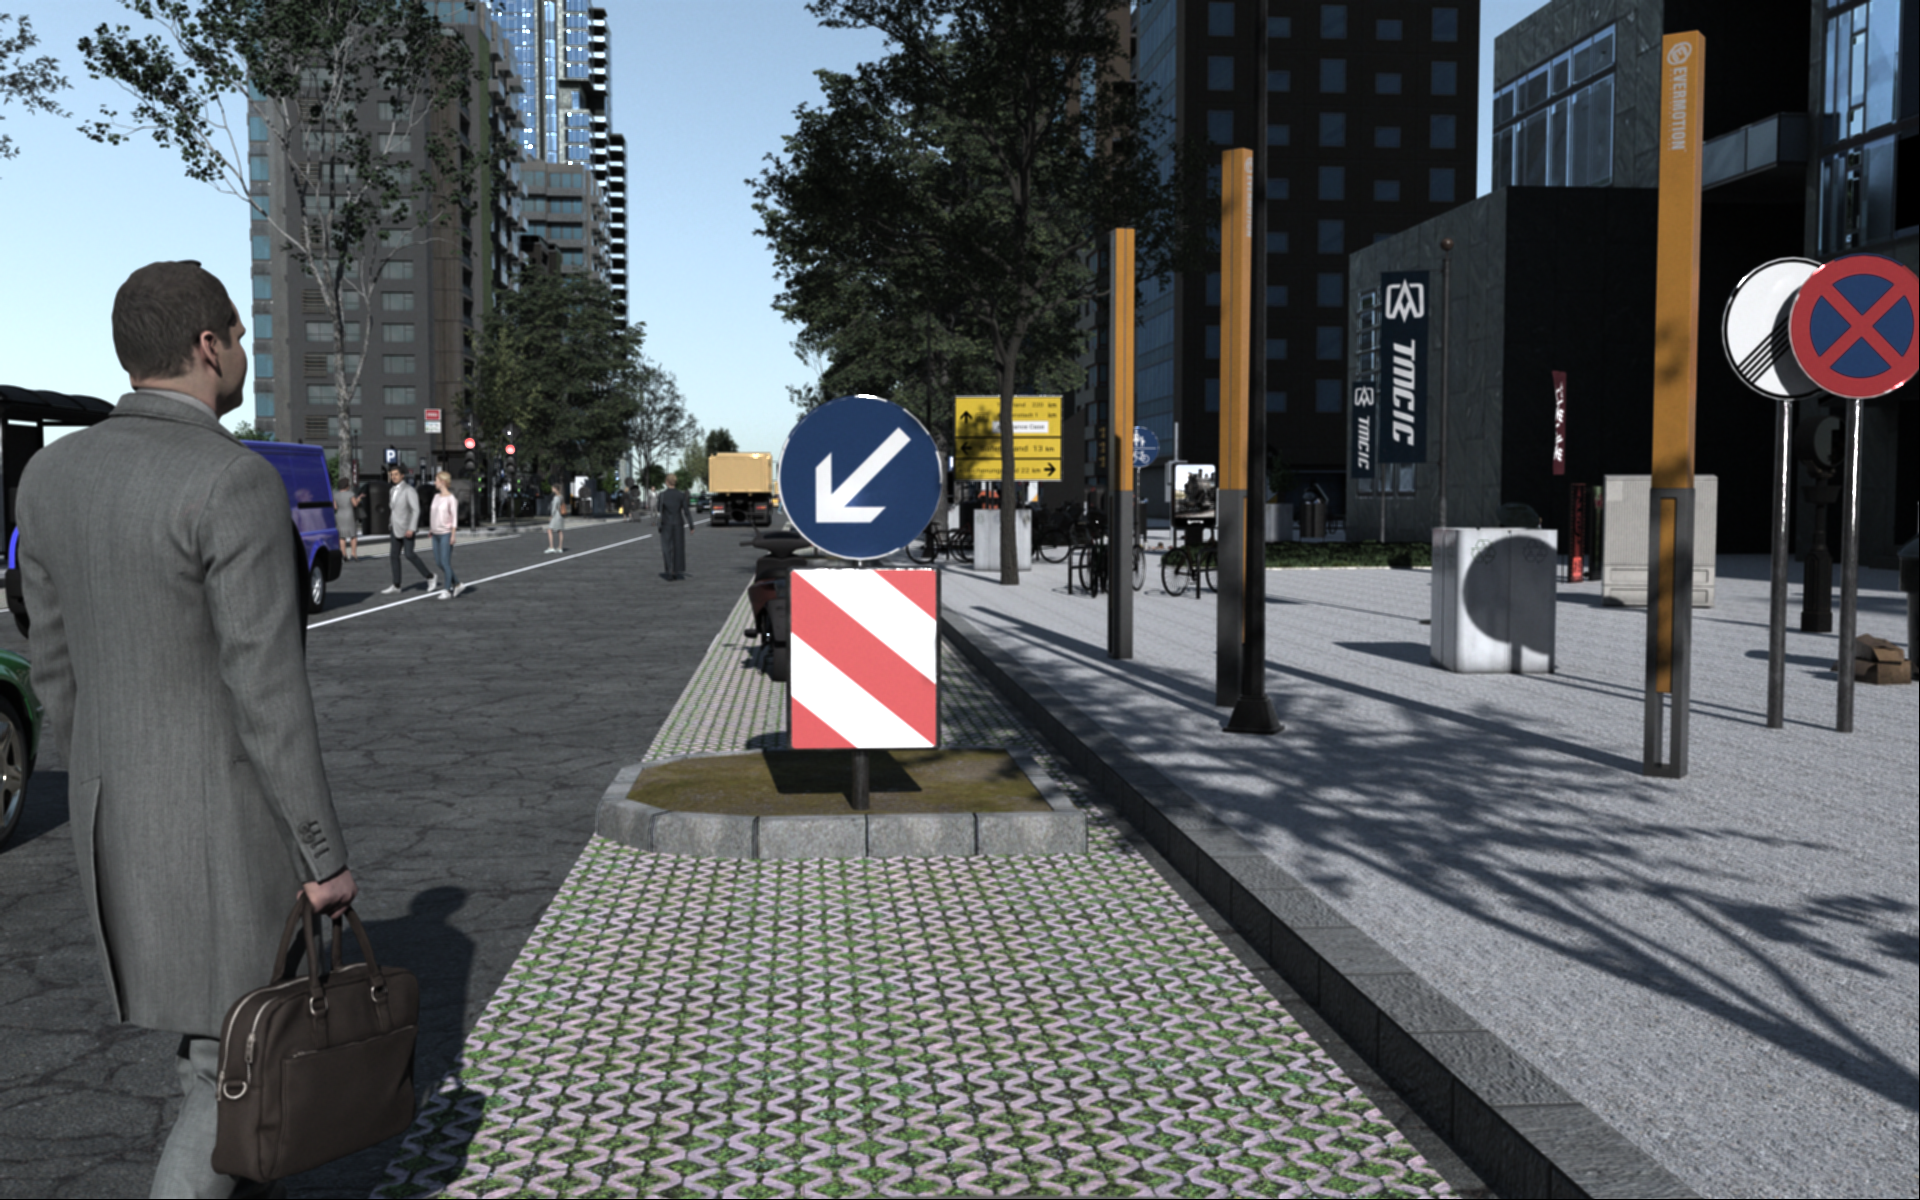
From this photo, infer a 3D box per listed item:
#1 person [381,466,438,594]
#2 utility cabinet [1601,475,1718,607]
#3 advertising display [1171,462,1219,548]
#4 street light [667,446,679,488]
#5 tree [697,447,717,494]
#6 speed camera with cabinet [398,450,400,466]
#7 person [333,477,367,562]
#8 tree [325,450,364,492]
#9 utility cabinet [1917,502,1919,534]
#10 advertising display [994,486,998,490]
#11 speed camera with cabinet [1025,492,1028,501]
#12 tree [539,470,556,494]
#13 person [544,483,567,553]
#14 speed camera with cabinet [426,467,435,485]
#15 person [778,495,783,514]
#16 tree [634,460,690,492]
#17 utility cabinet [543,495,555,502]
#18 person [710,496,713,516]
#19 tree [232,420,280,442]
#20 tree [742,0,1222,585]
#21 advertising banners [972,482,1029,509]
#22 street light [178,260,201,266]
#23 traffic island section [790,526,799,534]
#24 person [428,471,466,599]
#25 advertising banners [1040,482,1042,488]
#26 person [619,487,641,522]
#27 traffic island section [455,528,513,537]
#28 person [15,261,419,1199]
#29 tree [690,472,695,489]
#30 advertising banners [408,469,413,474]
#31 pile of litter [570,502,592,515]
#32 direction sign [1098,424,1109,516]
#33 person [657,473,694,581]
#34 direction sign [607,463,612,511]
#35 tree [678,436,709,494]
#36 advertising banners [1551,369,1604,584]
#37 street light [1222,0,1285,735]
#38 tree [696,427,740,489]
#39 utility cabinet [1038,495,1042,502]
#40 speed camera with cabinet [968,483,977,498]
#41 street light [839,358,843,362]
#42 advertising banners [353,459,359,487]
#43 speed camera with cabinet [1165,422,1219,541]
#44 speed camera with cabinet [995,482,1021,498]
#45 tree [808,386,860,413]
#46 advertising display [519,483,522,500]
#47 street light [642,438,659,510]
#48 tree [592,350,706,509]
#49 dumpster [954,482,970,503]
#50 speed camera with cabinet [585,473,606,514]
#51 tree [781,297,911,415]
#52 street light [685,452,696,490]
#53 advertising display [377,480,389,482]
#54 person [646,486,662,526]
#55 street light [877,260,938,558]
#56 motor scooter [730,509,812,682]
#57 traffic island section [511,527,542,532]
[{"bbox_3d":[-8.019,-1.027,25.134,0.661,1.843,0.795,3,5,41],"label":"person"},{"bbox_3d":[7.925,-0.671,19.651,1.173,1.500,0.318,1,4,16],"label":"utility cabinet"},{"bbox_3d":[4.793,-1.852,35.491,0.974,1.923,0.123,-1,4,-18],"label":"advertising display"},{"bbox_3d":[-27.727,-11.924,167.497,1.470,5.913,1.316,0,4,-5],"label":"street light"},{"bbox_3d":[-38.480,-19.215,264.522,4.360,8.622,3.978,0,3,0],"label":"tree"},{"bbox_3d":[-25.219,-5.057,77.011,0.660,3.252,2.038,1,4,21],"label":"speed camera with cabinet"},{"bbox_3d":[-12.882,-1.704,36.714,0.716,1.782,0.532,1,4,10],"label":"person"},{"bbox_3d":[-46.093,-8.874,128.811,4.285,4.588,4.351,0,3,0],"label":"tree"},{"bbox_3d":[11.425,-0.517,19.611,0.306,1.237,1.020,-3,5,-41],"label":"utility cabinet"},{"bbox_3d":[2.407,-7.834,133.301,0.974,1.923,0.123,0,4,0],"label":"advertising display"},{"bbox_3d":[4.438,-8.912,140.046,2.038,3.252,0.660,-1,4,-15],"label":"speed camera with cabinet"},{"bbox_3d":[-33.064,-8.836,139.065,1.663,3.219,1.824,0,3,0],"label":"tree"},{"bbox_3d":[-9.888,-2.018,42.497,0.522,1.701,0.512,0,4,8],"label":"person"},{"bbox_3d":[-38.654,-8.074,126.339,0.660,3.252,2.038,-1,4,-19],"label":"speed camera with cabinet"},{"bbox_3d":[-13.116,-7.160,126.405,0.643,1.720,0.563,-3,4,-37],"label":"person"},{"bbox_3d":[-28.610,-10.896,161.859,4.285,4.588,4.351,0,3,0],"label":"tree"},{"bbox_3d":[-26.142,-6.056,110.170,0.306,1.237,1.020,1,4,16],"label":"utility cabinet"},{"bbox_3d":[-15.543,-5.864,108.628,0.306,1.304,0.590,-1,4,-15],"label":"person"},{"bbox_3d":[-31.617,-5.694,76.813,4.285,4.588,4.351,0,3,0],"label":"tree"},{"bbox_3d":[0.414,-5.482,24.044,7.601,10.594,8.767,-3,4,-37],"label":"tree"},{"bbox_3d":[1.408,-3.722,57.040,2.074,3.025,0.090,1,4,18],"label":"advertising banners"},{"bbox_3d":[-15.750,-3.787,34.465,1.470,5.913,1.316,0,4,-5],"label":"street light"},{"bbox_3d":[-5.602,-2.757,67.360,2.009,0.180,2.903,0,4,-5],"label":"traffic island section"},{"bbox_3d":[-7.032,-0.891,23.735,0.731,1.740,0.598,2,4,30],"label":"person"},{"bbox_3d":[3.091,-4.762,74.054,0.090,3.025,2.074,-3,4,-37],"label":"advertising banners"},{"bbox_3d":[-16.813,-4.855,88.094,0.699,1.804,1.509,-2,4,-31],"label":"person"},{"bbox_3d":[-16.432,-2.208,58.378,2.009,0.180,2.903,0,4,-5],"label":"traffic island section"},{"bbox_3d":[-1.236,0.348,2.908,0.694,1.812,0.767,2,4,28],"label":"person"},{"bbox_3d":[-32.406,-13.304,201.240,4.285,4.588,4.351,0,3,0],"label":"tree"},{"bbox_3d":[-39.365,-7.696,122.011,2.074,3.025,0.090,1,4,21],"label":"advertising banners"},{"bbox_3d":[-22.936,-5.520,104.212,1.719,0.858,1.176,-1,4,-11],"label":"pile of litter"},{"bbox_3d":[4.756,-3.896,55.690,0.379,3.537,0.876,-3,4,-39],"label":"direction sign"},{"bbox_3d":[-4.724,-1.207,28.650,0.576,1.772,0.534,-2,4,-34],"label":"person"},{"bbox_3d":[-25.185,-8.106,124.537,0.379,3.537,0.876,-2,4,-32],"label":"direction sign"},{"bbox_3d":[-35.389,-17.336,233.809,4.737,8.622,4.395,0,3,0],"label":"tree"},{"bbox_3d":[8.951,-1.766,25.062,0.090,3.025,2.074,3,5,41],"label":"advertising banners"},{"bbox_3d":[1.054,-2.240,9.173,1.470,5.913,1.316,0,4,-5],"label":"street light"},{"bbox_3d":[-40.498,-22.988,292.854,9.611,12.733,9.660,0,3,0],"label":"tree"},{"bbox_3d":[5.090,-5.853,106.854,0.306,1.237,1.020,2,4,33],"label":"utility cabinet"},{"bbox_3d":[1.384,-8.969,140.976,0.660,3.252,2.038,-2,4,-32],"label":"speed camera with cabinet"},{"bbox_3d":[-3.501,-5.313,59.405,1.470,5.913,1.316,0,4,-5],"label":"street light"},{"bbox_3d":[-29.314,-5.453,85.341,2.074,3.025,0.090,3,4,37],"label":"advertising banners"},{"bbox_3d":[6.555,-3.252,47.504,0.660,3.252,2.038,-3,5,-39],"label":"speed camera with cabinet"},{"bbox_3d":[3.792,-8.669,136.077,2.038,3.252,0.660,2,4,27],"label":"speed camera with cabinet"},{"bbox_3d":[-6.504,-9.222,101.138,4.737,8.622,4.395,0,3,0],"label":"tree"},{"bbox_3d":[-25.985,-5.905,101.766,0.123,1.923,0.974,1,4,9],"label":"advertising display"},{"bbox_3d":[-25.375,-10.378,142.215,1.470,5.913,1.316,0,4,-5],"label":"street light"},{"bbox_3d":[-27.057,-14.595,148.993,12.009,13.543,11.850,0,3,0],"label":"tree"},{"bbox_3d":[-0.234,-4.049,71.957,1.264,1.857,1.865,0,4,-5],"label":"dumpster"},{"bbox_3d":[-23.093,-7.049,109.579,0.660,3.252,2.038,1,4,11],"label":"speed camera with cabinet"},{"bbox_3d":[-9.893,-18.371,156.258,12.611,20.169,13.585,0,3,0],"label":"tree"},{"bbox_3d":[-29.966,-13.463,192.666,1.470,5.913,1.316,0,4,-5],"label":"street light"},{"bbox_3d":[-27.094,-4.667,81.525,0.123,1.923,0.974,1,4,20],"label":"advertising display"},{"bbox_3d":[-13.913,-4.289,78.740,0.709,1.813,0.853,-3,4,-36],"label":"person"},{"bbox_3d":[-1.161,-3.793,34.564,1.470,5.913,1.316,0,4,-5],"label":"street light"},{"bbox_3d":[-1.418,-0.063,13.807,0.815,1.314,1.986,0,4,-6],"label":"motor scooter"},{"bbox_3d":[-17.147,-2.694,66.331,2.009,0.180,2.903,0,4,-5],"label":"traffic island section"}]
